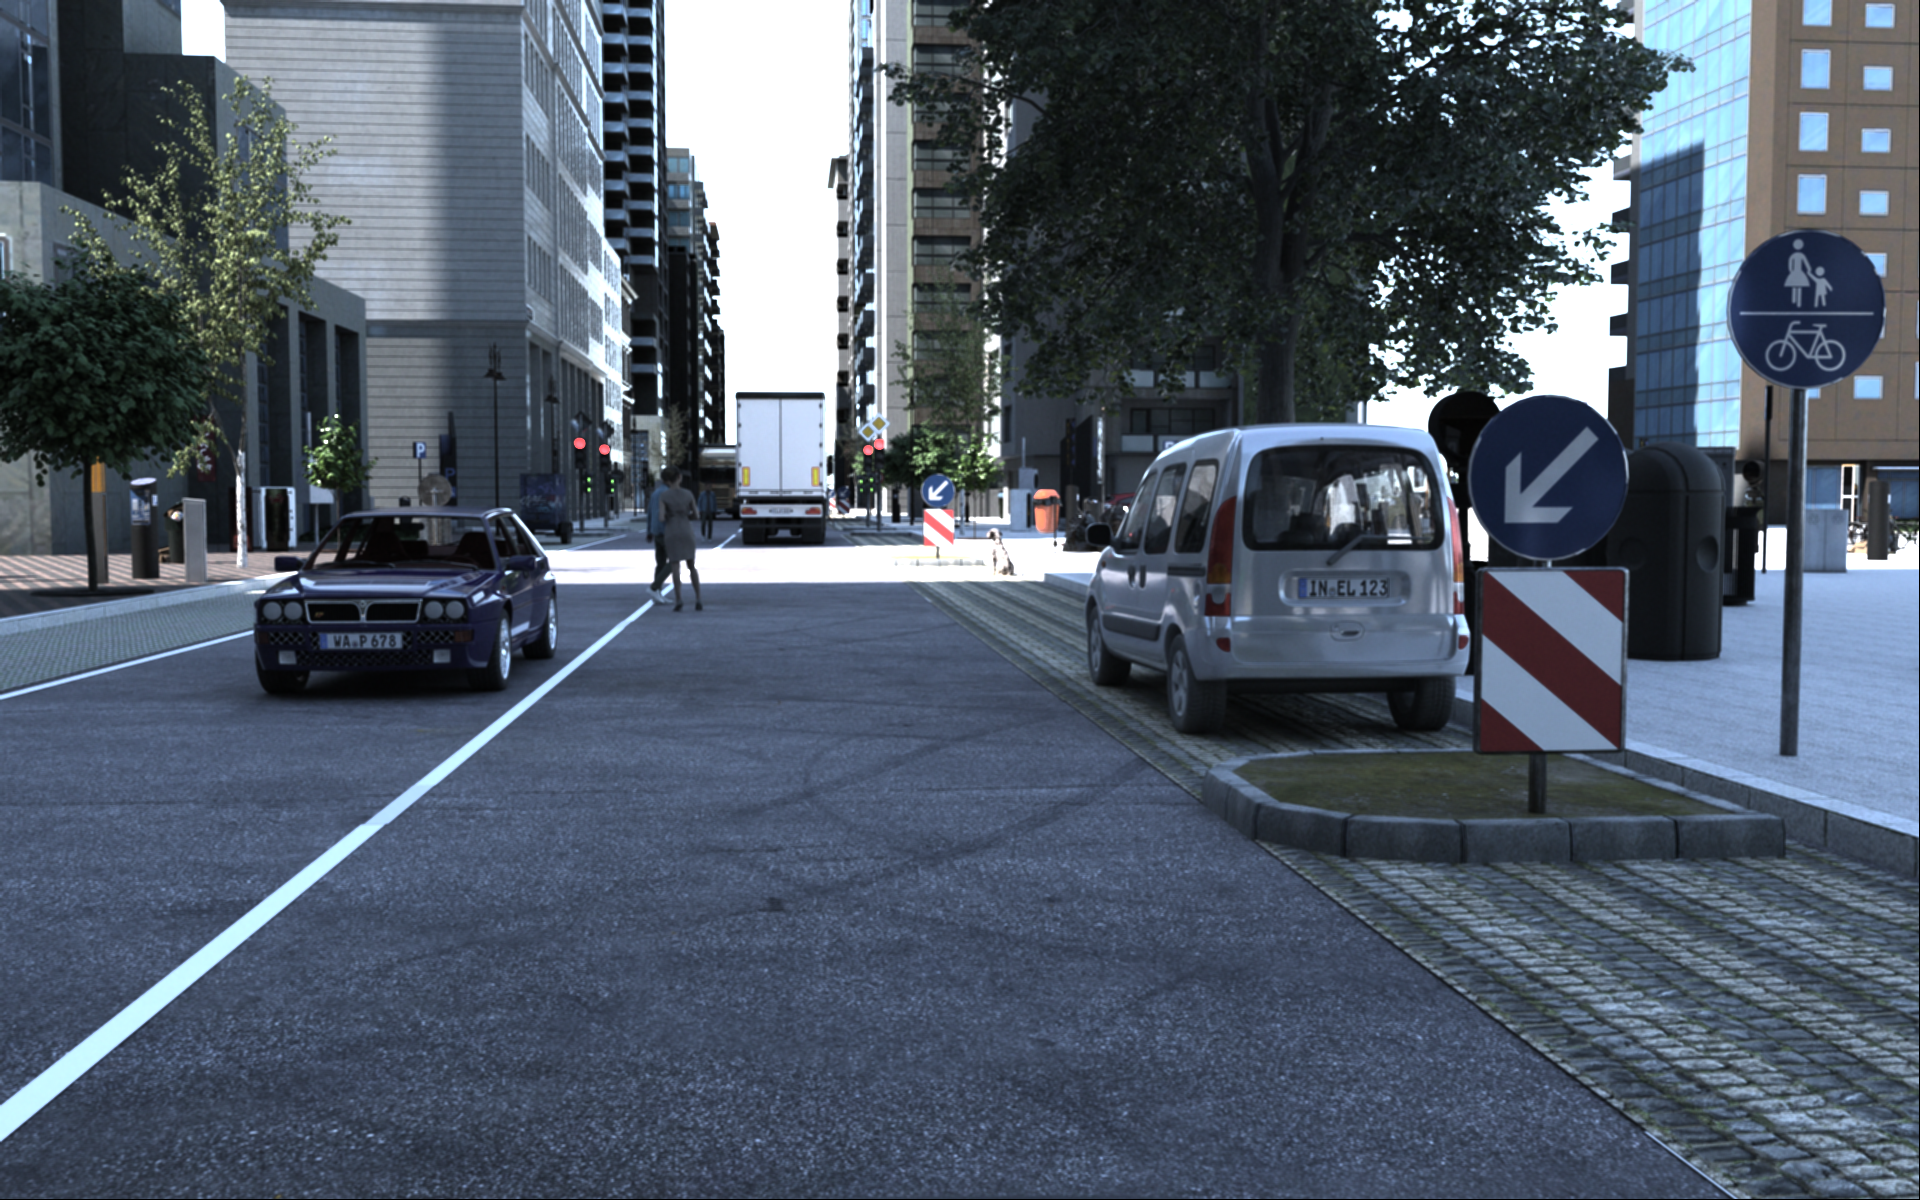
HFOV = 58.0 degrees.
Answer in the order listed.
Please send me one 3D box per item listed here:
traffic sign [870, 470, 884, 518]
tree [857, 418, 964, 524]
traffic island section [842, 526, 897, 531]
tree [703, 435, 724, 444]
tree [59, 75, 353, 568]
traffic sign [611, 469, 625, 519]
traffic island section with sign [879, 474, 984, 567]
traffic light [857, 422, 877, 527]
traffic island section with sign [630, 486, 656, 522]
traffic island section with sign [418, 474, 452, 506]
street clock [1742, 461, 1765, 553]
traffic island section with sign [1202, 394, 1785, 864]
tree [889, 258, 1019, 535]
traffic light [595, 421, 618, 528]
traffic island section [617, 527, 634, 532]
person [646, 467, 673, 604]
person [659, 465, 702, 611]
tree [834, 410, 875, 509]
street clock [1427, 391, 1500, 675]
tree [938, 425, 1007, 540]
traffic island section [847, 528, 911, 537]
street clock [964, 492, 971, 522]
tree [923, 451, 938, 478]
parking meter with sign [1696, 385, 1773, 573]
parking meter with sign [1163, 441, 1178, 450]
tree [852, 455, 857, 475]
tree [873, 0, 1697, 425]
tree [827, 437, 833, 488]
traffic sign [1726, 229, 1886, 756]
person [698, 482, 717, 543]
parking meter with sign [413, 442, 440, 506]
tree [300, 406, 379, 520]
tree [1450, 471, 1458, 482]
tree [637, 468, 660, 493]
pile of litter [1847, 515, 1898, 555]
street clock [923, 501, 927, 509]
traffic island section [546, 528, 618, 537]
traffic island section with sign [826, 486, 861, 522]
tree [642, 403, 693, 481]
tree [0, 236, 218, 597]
[{"bbox_3d":[-4.443,-5.671,92.823,0.768,2.556,0.104,0,4,2],"label":"traffic sign"},{"bbox_3d":[-1.461,-5.604,75.331,4.285,4.588,4.351,0,3,0],"label":"tree"},{"bbox_3d":[-3.553,-2.764,67.464,2.009,0.180,2.903,0,4,-6],"label":"traffic island section"},{"bbox_3d":[-30.574,-16.227,215.672,4.360,8.622,3.978,0,3,0],"label":"tree"},{"bbox_3d":[-12.744,-4.866,29.925,4.737,8.622,4.395,0,3,0],"label":"tree"},{"bbox_3d":[-17.542,-5.417,88.667,0.768,2.556,0.104,0,4,3],"label":"traffic sign"},{"bbox_3d":[-0.611,-1.607,34.905,1.989,1.847,2.006,0,4,-6],"label":"traffic island section with sign"},{"bbox_3d":[-3.594,-4.797,67.346,0.839,4.253,0.868,0,4,-6],"label":"traffic light"},{"bbox_3d":[-15.883,-4.918,89.038,1.989,1.847,2.006,0,4,-6],"label":"traffic island section with sign"},{"bbox_3d":[-10.328,-1.548,33.938,1.989,1.847,2.006,0,4,-6],"label":"traffic island section with sign"},{"bbox_3d":[17.174,-2.012,37.464,0.358,2.002,0.471,-2,4,-26],"label":"street clock"},{"bbox_3d":[2.153,0.061,7.636,1.989,1.847,2.006,0,4,-6],"label":"traffic island section with sign"},{"bbox_3d":[-0.013,-6.313,53.578,4.737,8.622,4.395,0,3,0],"label":"tree"},{"bbox_3d":[-13.554,-4.735,66.330,0.839,4.253,0.868,0,4,-6],"label":"traffic light"},{"bbox_3d":[-13.595,-2.702,66.461,2.009,0.180,2.903,0,4,-6],"label":"traffic island section"},{"bbox_3d":[-3.887,-0.837,22.532,0.444,1.785,0.601,-1,4,-22],"label":"person"},{"bbox_3d":[-3.430,-0.757,21.217,0.599,1.781,0.374,-2,4,-27],"label":"person"},{"bbox_3d":[-8.944,-12.386,152.874,4.360,8.622,3.978,0,3,0],"label":"tree"},{"bbox_3d":[3.568,-0.472,12.286,0.471,2.002,0.358,0,4,-4],"label":"street clock"},{"bbox_3d":[0.384,-3.306,48.654,1.663,3.219,1.824,0,3,0],"label":"tree"},{"bbox_3d":[-2.752,-2.278,59.519,2.009,0.180,2.903,0,4,-6],"label":"traffic island section"},{"bbox_3d":[0.324,-4.523,78.528,0.358,2.002,0.471,0,4,1],"label":"street clock"},{"bbox_3d":[-0.659,-4.402,66.573,1.663,3.219,1.824,0,3,0],"label":"tree"},{"bbox_3d":[12.245,-1.956,28.248,1.738,3.016,0.543,1,4,23],"label":"parking meter with sign"},{"bbox_3d":[7.412,-3.725,57.166,0.543,3.016,1.738,3,5,41],"label":"parking meter with sign"},{"bbox_3d":[-5.293,-7.742,110.299,4.285,4.588,4.351,0,3,0],"label":"tree"},{"bbox_3d":[3.881,-6.968,20.577,9.857,13.997,8.962,0,3,0],"label":"tree"},{"bbox_3d":[-16.932,-16.849,225.838,4.737,8.622,4.395,0,3,0],"label":"tree"},{"bbox_3d":[4.073,-0.509,8.435,0.768,2.556,0.104,0,4,-1],"label":"traffic sign"},{"bbox_3d":[-7.474,-2.592,51.229,0.601,1.785,0.444,-1,4,-16],"label":"person"},{"bbox_3d":[-17.350,-3.765,57.825,1.738,3.016,0.543,1,4,22],"label":"parking meter with sign"},{"bbox_3d":[-13.577,-2.663,38.144,1.663,3.219,1.824,0,3,0],"label":"tree"},{"bbox_3d":[15.365,-3.475,51.426,1.663,3.219,1.824,0,3,0],"label":"tree"},{"bbox_3d":[-22.530,-8.004,125.475,1.663,3.219,1.824,0,3,0],"label":"tree"},{"bbox_3d":[19.532,-1.417,37.137,1.719,0.858,1.176,-3,5,-44],"label":"pile of litter"},{"bbox_3d":[-1.738,-4.973,85.886,0.471,2.002,0.358,-1,4,-15],"label":"street clock"},{"bbox_3d":[-12.794,-2.216,58.516,2.009,0.180,2.903,0,4,-6],"label":"traffic island section"},{"bbox_3d":[-6.179,-4.990,90.217,1.989,1.847,2.006,0,4,-6],"label":"traffic island section with sign"},{"bbox_3d":[-23.355,-11.527,138.824,4.360,8.622,3.978,0,3,0],"label":"tree"},{"bbox_3d":[-11.228,-2.360,22.295,4.285,4.588,4.351,0,3,0],"label":"tree"}]
